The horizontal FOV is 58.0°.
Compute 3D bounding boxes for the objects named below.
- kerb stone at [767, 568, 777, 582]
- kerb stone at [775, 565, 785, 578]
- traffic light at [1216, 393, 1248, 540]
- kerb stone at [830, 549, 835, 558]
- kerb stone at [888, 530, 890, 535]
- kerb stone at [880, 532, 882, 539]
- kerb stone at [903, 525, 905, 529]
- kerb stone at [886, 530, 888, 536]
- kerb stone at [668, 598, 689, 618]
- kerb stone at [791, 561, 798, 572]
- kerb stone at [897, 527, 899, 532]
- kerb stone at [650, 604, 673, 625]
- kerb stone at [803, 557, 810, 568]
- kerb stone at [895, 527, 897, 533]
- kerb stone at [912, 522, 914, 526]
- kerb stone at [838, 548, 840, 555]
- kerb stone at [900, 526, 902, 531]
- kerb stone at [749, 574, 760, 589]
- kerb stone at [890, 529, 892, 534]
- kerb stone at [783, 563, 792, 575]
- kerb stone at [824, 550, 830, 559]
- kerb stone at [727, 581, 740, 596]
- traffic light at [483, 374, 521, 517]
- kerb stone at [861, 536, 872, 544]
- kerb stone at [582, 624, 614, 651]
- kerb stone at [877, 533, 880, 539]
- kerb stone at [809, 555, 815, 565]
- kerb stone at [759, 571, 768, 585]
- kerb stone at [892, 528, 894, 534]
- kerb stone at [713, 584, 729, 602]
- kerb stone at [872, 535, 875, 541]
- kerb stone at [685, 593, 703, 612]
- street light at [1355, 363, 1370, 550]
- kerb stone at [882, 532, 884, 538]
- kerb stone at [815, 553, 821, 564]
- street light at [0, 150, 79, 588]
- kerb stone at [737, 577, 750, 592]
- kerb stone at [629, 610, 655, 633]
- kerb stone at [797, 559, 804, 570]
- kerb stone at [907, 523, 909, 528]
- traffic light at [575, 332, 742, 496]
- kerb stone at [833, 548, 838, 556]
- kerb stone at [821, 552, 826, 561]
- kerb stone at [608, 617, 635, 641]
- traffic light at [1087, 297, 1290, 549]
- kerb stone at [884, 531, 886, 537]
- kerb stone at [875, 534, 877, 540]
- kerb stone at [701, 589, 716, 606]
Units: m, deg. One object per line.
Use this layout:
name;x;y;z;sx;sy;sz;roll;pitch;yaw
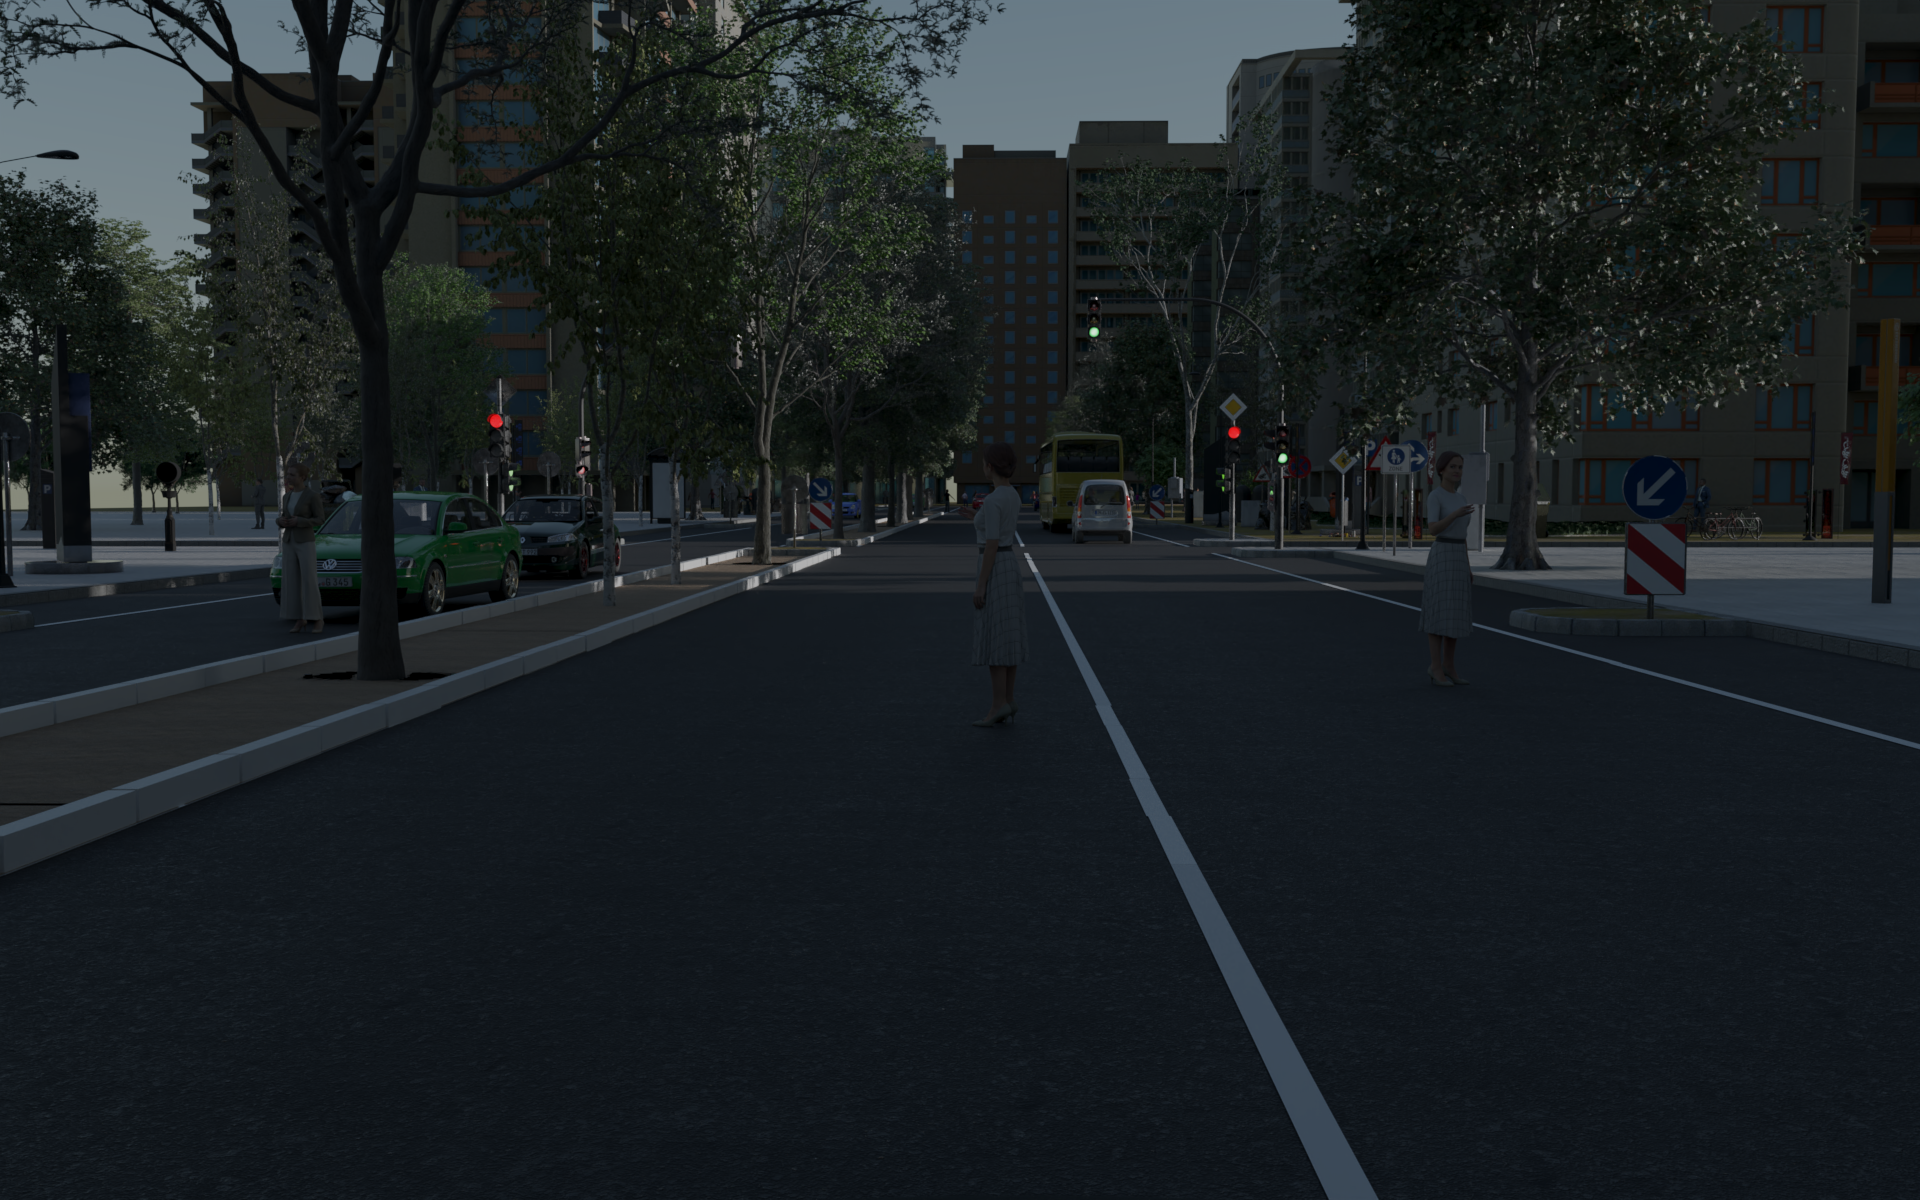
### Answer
kerb stone;-3.187;-0.388;28.549;0.120;0.150;1.000;0;4;1
kerb stone;-3.162;-0.452;29.583;0.120;0.150;1.000;0;4;1
traffic light;7.566;-3.627;48.220;0.839;4.253;0.868;0;4;1
kerb stone;-2.975;-1.016;38.808;0.120;0.150;1.000;0;4;1
kerb stone;-2.550;-2.234;58.812;0.120;0.150;1.000;0;4;1
kerb stone;-2.650;-1.989;54.720;0.120;0.150;1.000;0;4;1
kerb stone;-2.359;-2.801;68.059;0.120;0.150;1.000;0;4;1
kerb stone;-2.577;-2.177;57.786;0.120;0.150;1.000;0;4;1
kerb stone;-3.362;0.113;20.343;0.120;0.150;1.000;0;4;1
kerb stone;-3.126;-0.577;31.631;0.120;0.150;1.000;0;4;1
kerb stone;-2.444;-2.548;63.955;0.120;0.150;1.000;0;4;1
kerb stone;-3.380;0.176;19.321;0.120;0.150;1.000;0;4;1
kerb stone;-3.086;-0.702;33.677;0.120;0.150;1.000;0;4;1
kerb stone;-2.476;-2.485;62.925;0.120;0.150;1.000;0;4;1
kerb stone;-2.209;-3.244;75.233;0.120;0.150;1.000;0;4;1
kerb stone;-2.928;-1.141;40.858;0.120;0.150;1.000;0;4;1
kerb stone;-2.409;-2.679;66.004;0.120;0.150;1.000;0;4;1
kerb stone;-3.229;-0.263;26.503;0.120;0.150;1.000;0;4;1
kerb stone;-2.536;-2.299;59.839;0.120;0.150;1.000;0;4;1
kerb stone;-3.141;-0.514;30.605;0.120;0.150;1.000;0;4;1
kerb stone;-3.002;-0.953;37.776;0.120;0.150;1.000;0;4;1
kerb stone;-3.280;-0.136;24.448;0.120;0.150;1.000;0;4;1
traffic light;-10.759;-3.161;40.600;0.839;4.253;0.868;0;4;1
kerb stone;-2.729;-1.739;50.627;0.120;0.150;1.000;0;4;1
kerb stone;-3.440;0.365;16.242;0.120;0.150;1.000;0;4;1
kerb stone;-2.666;-1.927;53.697;0.120;0.150;1.000;0;4;1
kerb stone;-3.064;-0.765;34.700;0.120;0.150;1.000;0;4;1
kerb stone;-3.211;-0.322;27.525;0.120;0.150;1.000;0;4;1
kerb stone;-2.510;-2.366;60.873;0.120;0.150;1.000;0;4;1
kerb stone;-3.300;-0.075;23.424;0.120;0.150;1.000;0;4;1
kerb stone;-2.702;-1.801;51.649;0.120;0.150;1.000;0;4;1
kerb stone;-3.346;0.050;21.374;0.120;0.150;1.000;0;4;1
street light;8.779;-4.122;39.942;1.470;5.913;1.316;0;4;1
kerb stone;-2.618;-2.052;55.741;0.120;0.150;1.000;0;4;1
kerb stone;-3.040;-0.828;35.725;0.120;0.150;1.000;0;4;1
street light;-12.589;-3.119;23.541;1.470;5.913;1.316;0;4;1
kerb stone;-3.251;-0.200;25.474;0.120;0.150;1.000;0;4;1
kerb stone;-3.403;0.239;18.292;0.120;0.150;1.000;0;4;1
kerb stone;-3.100;-0.639;32.653;0.120;0.150;1.000;0;4;1
kerb stone;-2.301;-2.991;71.128;0.120;0.150;1.000;0;4;1
traffic light;-8.499;-4.520;48.575;4.771;5.953;1.251;0;4;1
kerb stone;-2.962;-1.078;39.837;0.120;0.150;1.000;0;4;1
kerb stone;-3.014;-0.889;36.753;0.120;0.150;1.000;0;4;1
kerb stone;-3.428;0.301;17.269;0.120;0.150;1.000;0;4;1
traffic light;5.305;-4.004;40.139;4.771;5.953;1.251;0;4;1
kerb stone;-2.595;-2.110;56.764;0.120;0.150;1.000;0;4;1
kerb stone;-2.690;-1.864;52.676;0.120;0.150;1.000;0;4;1
kerb stone;-3.324;-0.012;22.398;0.120;0.150;1.000;0;4;1
